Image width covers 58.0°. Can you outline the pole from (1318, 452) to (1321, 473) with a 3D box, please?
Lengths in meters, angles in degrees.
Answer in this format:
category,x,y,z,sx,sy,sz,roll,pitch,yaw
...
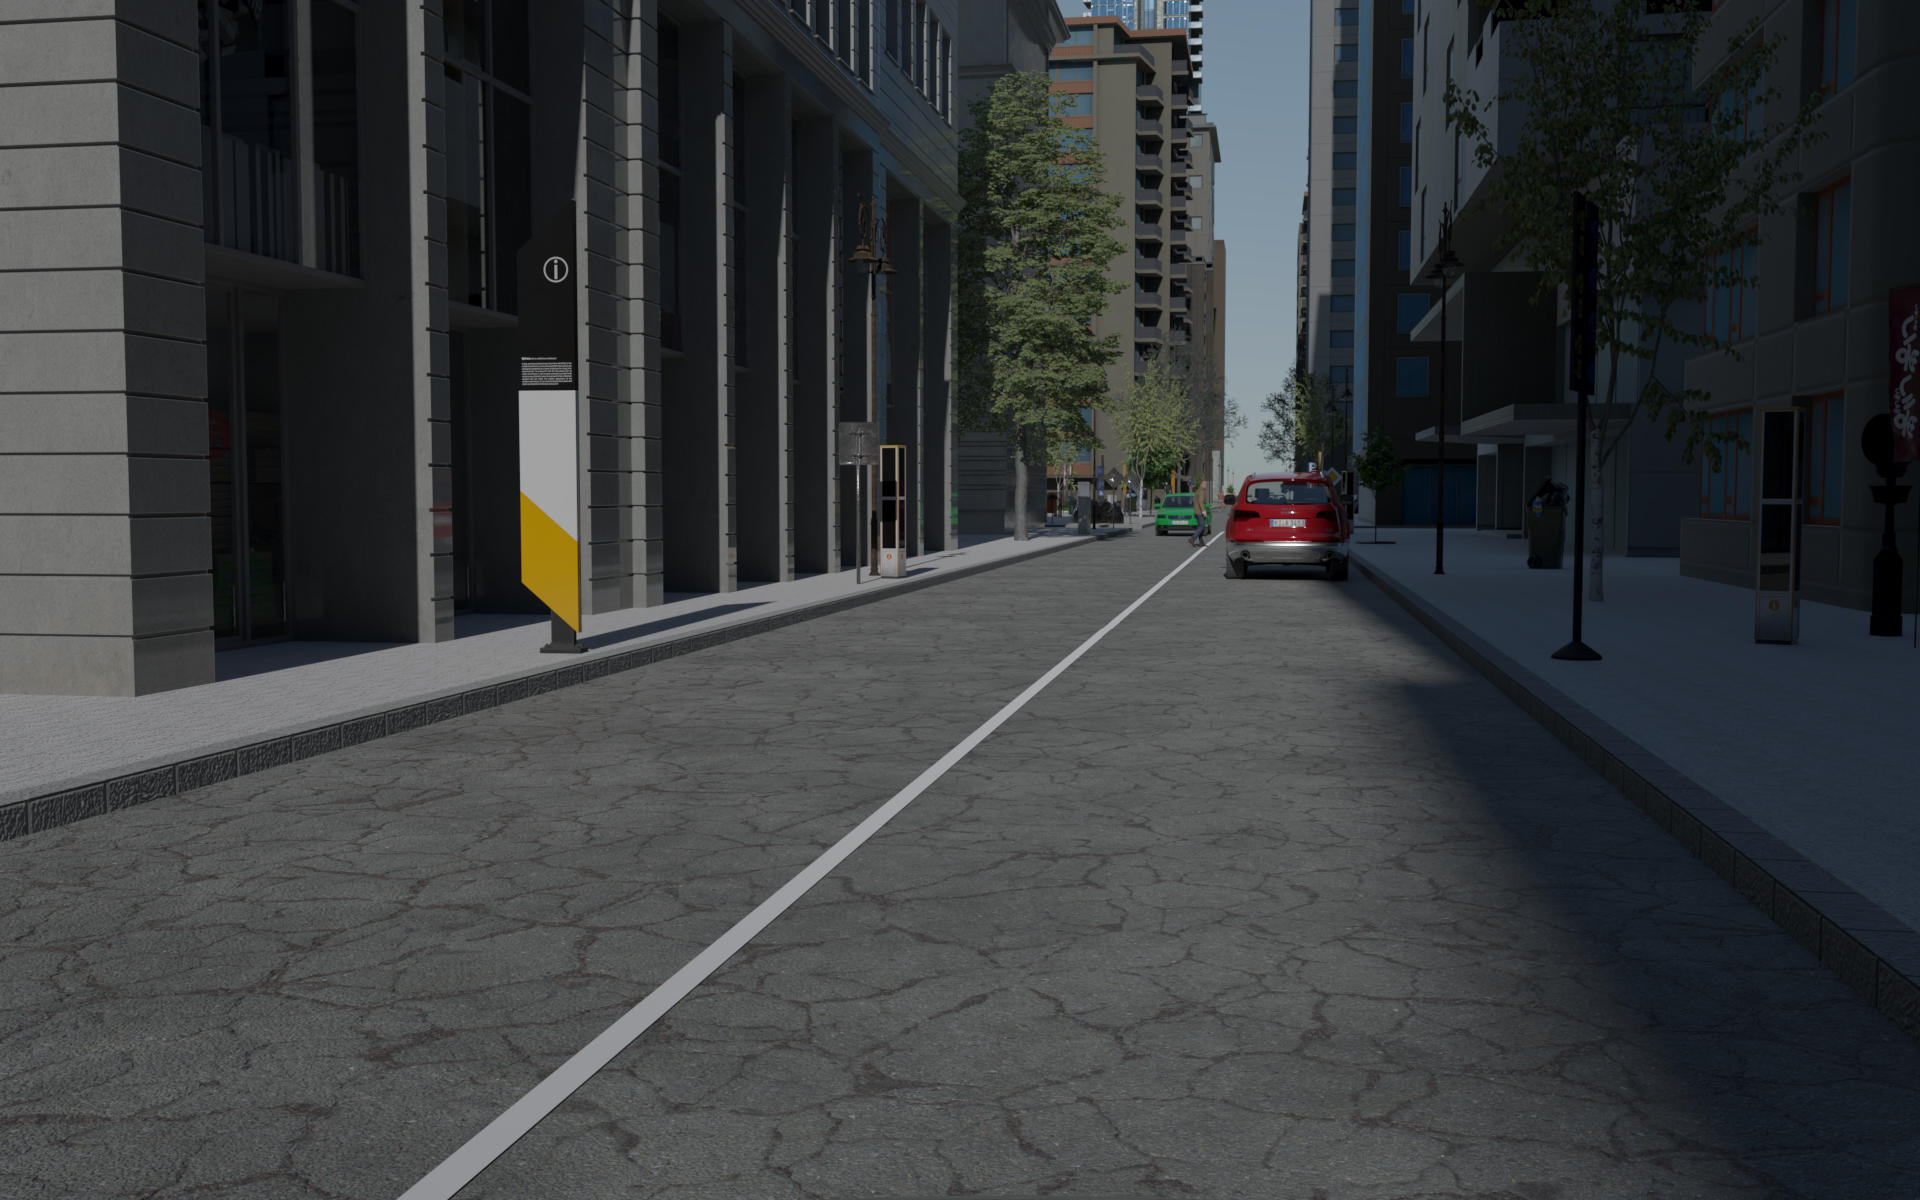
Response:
category,x,y,z,sx,sy,sz,roll,pitch,yaw
pole,17.379,-5.490,83.605,0.158,3.312,0.155,0,3,0

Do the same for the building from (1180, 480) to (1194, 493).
category,x,y,z,sx,sy,sz,roll,pitch,yaw
building,10.028,-30.480,190.230,32.217,40.220,23.993,1,4,10

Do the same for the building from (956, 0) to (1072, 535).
category,x,y,z,sx,sy,sz,roll,pitch,yaw
building,-7.321,-13.710,60.319,21.152,22.565,11.583,1,4,10

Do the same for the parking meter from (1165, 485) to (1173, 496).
category,x,y,z,sx,sy,sz,roll,pitch,yaw
parking meter,12.550,-6.015,104.053,0.399,1.863,0.255,-3,4,-36

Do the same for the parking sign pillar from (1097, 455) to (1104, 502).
category,x,y,z,sx,sy,sz,roll,pitch,yaw
parking sign pillar,9.669,-7.980,118.937,1.447,3.967,1.447,0,4,2

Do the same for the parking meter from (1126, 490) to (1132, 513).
category,x,y,z,sx,sy,sz,roll,pitch,yaw
parking meter,11.348,-6.603,116.364,0.372,1.533,0.369,0,3,0

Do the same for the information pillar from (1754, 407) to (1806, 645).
category,x,y,z,sx,sy,sz,roll,pitch,yaw
information pillar,7.016,-0.632,14.817,0.304,2.012,0.304,3,4,36

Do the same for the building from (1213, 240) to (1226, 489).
category,x,y,z,sx,sy,sz,roll,pitch,yaw
building,38.129,-39.498,295.903,14.600,45.320,14.200,1,4,10

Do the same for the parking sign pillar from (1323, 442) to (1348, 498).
category,x,y,z,sx,sy,sz,roll,pitch,yaw
parking sign pillar,19.413,-6.201,89.860,1.447,3.967,1.447,3,4,37

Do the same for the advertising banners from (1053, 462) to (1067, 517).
category,x,y,z,sx,sy,sz,roll,pitch,yaw
advertising banners,5.592,-6.158,96.864,0.090,3.025,2.074,-1,4,-18

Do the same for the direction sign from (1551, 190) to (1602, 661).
category,x,y,z,sx,sy,sz,roll,pitch,yaw
direction sign,4.805,-1.309,13.392,0.379,3.537,0.876,2,4,30

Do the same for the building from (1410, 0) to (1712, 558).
category,x,y,z,sx,sy,sz,roll,pitch,yaw
building,26.830,-27.879,45.064,28.713,52.752,27.495,1,4,10

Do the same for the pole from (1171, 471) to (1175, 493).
category,x,y,z,sx,sy,sz,roll,pitch,yaw
pole,16.393,-8.544,133.541,0.158,3.312,0.155,0,3,0

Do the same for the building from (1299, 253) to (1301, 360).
category,x,y,z,sx,sy,sz,roll,pitch,yaw
building,59.064,-36.017,243.494,22.147,44.769,28.867,1,4,10

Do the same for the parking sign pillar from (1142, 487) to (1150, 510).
category,x,y,z,sx,sy,sz,roll,pitch,yaw
parking sign pillar,14.180,-9.016,135.878,1.447,3.967,1.447,3,5,42

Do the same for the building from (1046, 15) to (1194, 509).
category,x,y,z,sx,sy,sz,roll,pitch,yaw
building,10.471,-31.099,163.099,22.147,44.769,28.867,1,4,10

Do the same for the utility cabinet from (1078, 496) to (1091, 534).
category,x,y,z,sx,sy,sz,roll,pitch,yaw
utility cabinet,4.024,-2.736,55.896,0.306,1.237,1.020,1,4,12

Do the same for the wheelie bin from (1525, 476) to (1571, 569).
category,x,y,z,sx,sy,sz,roll,pitch,yaw
wheelie bin,10.135,-1.343,29.860,0.693,1.594,0.980,2,4,24

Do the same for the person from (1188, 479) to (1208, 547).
category,x,y,z,sx,sy,sz,roll,pitch,yaw
person,6.471,-2.340,46.675,0.836,1.842,0.656,-3,5,-41

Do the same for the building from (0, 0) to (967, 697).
category,x,y,z,sx,sy,sz,roll,pitch,yaw
building,-7.929,-15.165,25.435,11.434,29.767,29.804,1,4,10

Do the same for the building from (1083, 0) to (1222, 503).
category,x,y,z,sx,sy,sz,roll,pitch,yaw
building,30.450,-58.742,273.096,22.319,86.520,31.000,1,4,10

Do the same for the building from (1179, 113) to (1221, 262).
category,x,y,z,sx,sy,sz,roll,pitch,yaw
building,22.058,-40.156,245.787,28.713,52.752,27.495,1,4,10

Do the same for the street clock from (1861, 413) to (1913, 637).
category,x,y,z,sx,sy,sz,roll,pitch,yaw
street clock,8.376,-0.675,15.609,0.358,2.002,0.471,-1,4,-20

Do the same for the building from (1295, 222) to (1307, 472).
category,x,y,z,sx,sy,sz,roll,pitch,yaw
building,67.086,-40.698,289.111,21.300,48.544,21.600,1,4,10

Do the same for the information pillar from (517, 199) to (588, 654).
category,x,y,z,sx,sy,sz,roll,pitch,yaw
information pillar,-3.284,-1.380,13.911,0.504,3.616,0.183,0,4,8

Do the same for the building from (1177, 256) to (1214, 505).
category,x,y,z,sx,sy,sz,roll,pitch,yaw
building,23.206,-26.723,208.627,14.160,30.474,14.107,1,4,10

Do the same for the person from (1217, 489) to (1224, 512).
category,x,y,z,sx,sy,sz,roll,pitch,yaw
person,21.483,-8.188,142.342,0.573,1.828,0.580,3,5,44

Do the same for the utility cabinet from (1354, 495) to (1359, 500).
category,x,y,z,sx,sy,sz,roll,pitch,yaw
utility cabinet,28.270,-6.901,123.995,0.306,1.237,1.020,-1,4,-16

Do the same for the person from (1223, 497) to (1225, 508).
category,x,y,z,sx,sy,sz,roll,pitch,yaw
person,27.496,-10.353,181.001,0.697,1.427,0.421,2,4,33

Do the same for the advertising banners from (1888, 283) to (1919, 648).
category,x,y,z,sx,sy,sz,roll,pitch,yaw
advertising banners,7.994,-1.078,13.814,0.090,3.025,2.074,0,4,-4

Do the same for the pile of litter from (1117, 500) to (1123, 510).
category,x,y,z,sx,sy,sz,roll,pitch,yaw
pile of litter,13.276,-7.862,142.502,1.719,0.858,1.176,-2,4,-29

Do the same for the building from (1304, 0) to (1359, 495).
category,x,y,z,sx,sy,sz,roll,pitch,yaw
building,42.687,-37.756,159.307,21.231,58.520,28.212,1,4,10

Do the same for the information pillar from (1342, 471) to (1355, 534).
category,x,y,z,sx,sy,sz,roll,pitch,yaw
information pillar,12.431,-3.120,55.502,0.304,2.012,0.304,-1,4,-15

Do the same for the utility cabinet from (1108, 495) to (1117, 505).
category,x,y,z,sx,sy,sz,roll,pitch,yaw
utility cabinet,11.979,-7.643,136.130,0.306,1.237,1.020,2,4,34

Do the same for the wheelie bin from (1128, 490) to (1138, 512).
category,x,y,z,sx,sy,sz,roll,pitch,yaw
wheelie bin,12.243,-7.085,123.751,0.693,1.594,0.980,-2,4,-34

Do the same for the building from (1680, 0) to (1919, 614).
category,x,y,z,sx,sy,sz,roll,pitch,yaw
building,22.454,-10.095,10.099,27.650,21.520,28.899,1,4,10

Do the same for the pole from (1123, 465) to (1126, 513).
category,x,y,z,sx,sy,sz,roll,pitch,yaw
pole,11.406,-7.713,119.956,0.158,3.312,0.155,0,3,0

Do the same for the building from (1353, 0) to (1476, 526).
category,x,y,z,sx,sy,sz,roll,pitch,yaw
building,24.558,-25.922,73.940,14.200,45.320,14.600,1,4,10

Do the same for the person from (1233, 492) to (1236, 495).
category,x,y,z,sx,sy,sz,roll,pitch,yaw
person,38.258,-14.221,241.684,0.551,1.740,0.621,2,4,31

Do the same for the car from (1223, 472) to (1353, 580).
category,x,y,z,sx,sy,sz,roll,pitch,yaw
car,5.761,-1.334,30.481,2.281,1.827,5.304,1,4,11

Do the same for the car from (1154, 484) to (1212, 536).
category,x,y,z,sx,sy,sz,roll,pitch,yaw
car,7.793,-3.147,60.253,1.959,1.807,4.718,1,4,11

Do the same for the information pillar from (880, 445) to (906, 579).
category,x,y,z,sx,sy,sz,roll,pitch,yaw
information pillar,-1.014,-1.332,26.273,0.304,2.012,0.304,1,4,23

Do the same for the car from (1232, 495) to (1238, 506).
category,x,y,z,sx,sy,sz,roll,pitch,yaw
car,31.381,-11.102,193.881,2.083,1.381,4.827,1,4,9

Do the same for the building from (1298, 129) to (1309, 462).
category,x,y,z,sx,sy,sz,roll,pitch,yaw
building,48.792,-32.614,187.864,22.147,44.769,28.867,1,4,10
